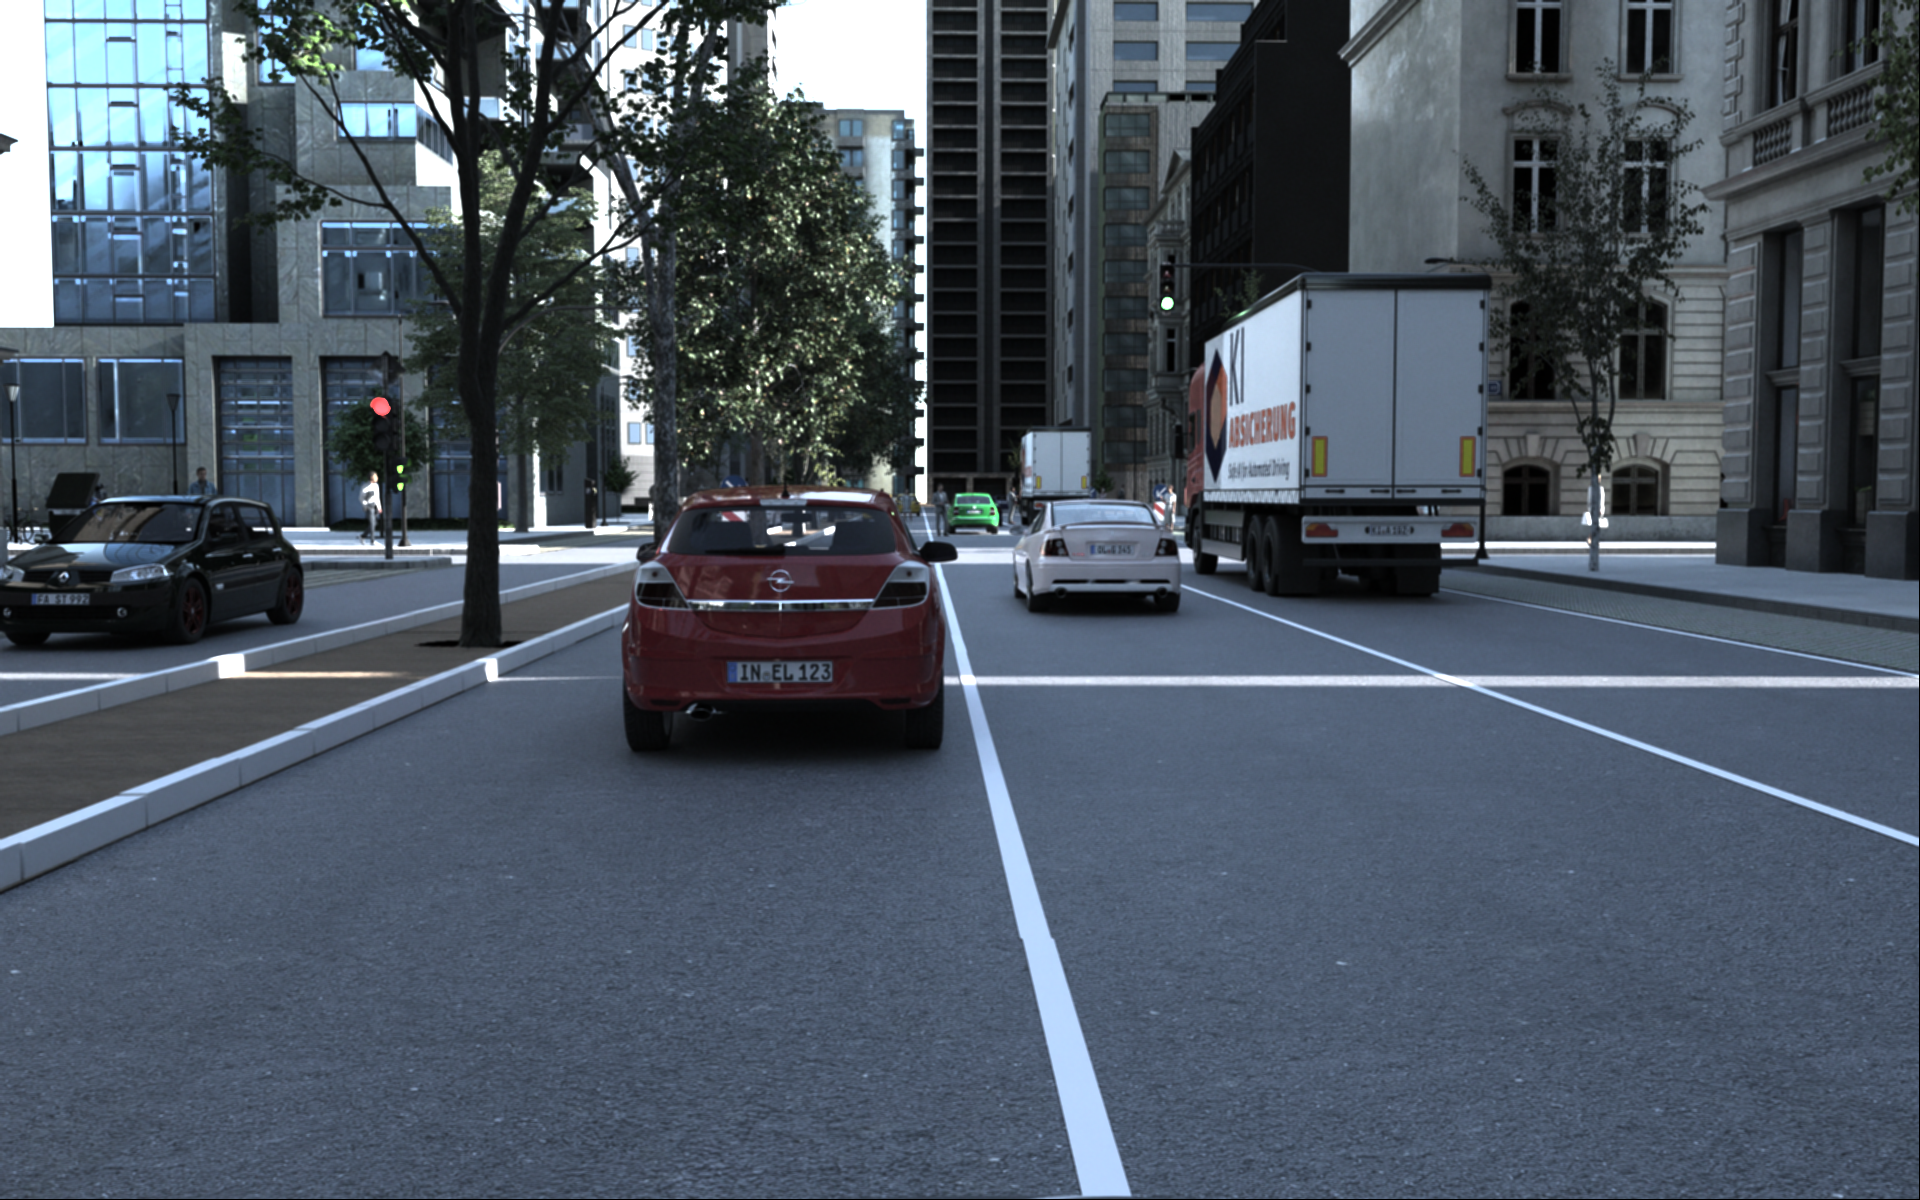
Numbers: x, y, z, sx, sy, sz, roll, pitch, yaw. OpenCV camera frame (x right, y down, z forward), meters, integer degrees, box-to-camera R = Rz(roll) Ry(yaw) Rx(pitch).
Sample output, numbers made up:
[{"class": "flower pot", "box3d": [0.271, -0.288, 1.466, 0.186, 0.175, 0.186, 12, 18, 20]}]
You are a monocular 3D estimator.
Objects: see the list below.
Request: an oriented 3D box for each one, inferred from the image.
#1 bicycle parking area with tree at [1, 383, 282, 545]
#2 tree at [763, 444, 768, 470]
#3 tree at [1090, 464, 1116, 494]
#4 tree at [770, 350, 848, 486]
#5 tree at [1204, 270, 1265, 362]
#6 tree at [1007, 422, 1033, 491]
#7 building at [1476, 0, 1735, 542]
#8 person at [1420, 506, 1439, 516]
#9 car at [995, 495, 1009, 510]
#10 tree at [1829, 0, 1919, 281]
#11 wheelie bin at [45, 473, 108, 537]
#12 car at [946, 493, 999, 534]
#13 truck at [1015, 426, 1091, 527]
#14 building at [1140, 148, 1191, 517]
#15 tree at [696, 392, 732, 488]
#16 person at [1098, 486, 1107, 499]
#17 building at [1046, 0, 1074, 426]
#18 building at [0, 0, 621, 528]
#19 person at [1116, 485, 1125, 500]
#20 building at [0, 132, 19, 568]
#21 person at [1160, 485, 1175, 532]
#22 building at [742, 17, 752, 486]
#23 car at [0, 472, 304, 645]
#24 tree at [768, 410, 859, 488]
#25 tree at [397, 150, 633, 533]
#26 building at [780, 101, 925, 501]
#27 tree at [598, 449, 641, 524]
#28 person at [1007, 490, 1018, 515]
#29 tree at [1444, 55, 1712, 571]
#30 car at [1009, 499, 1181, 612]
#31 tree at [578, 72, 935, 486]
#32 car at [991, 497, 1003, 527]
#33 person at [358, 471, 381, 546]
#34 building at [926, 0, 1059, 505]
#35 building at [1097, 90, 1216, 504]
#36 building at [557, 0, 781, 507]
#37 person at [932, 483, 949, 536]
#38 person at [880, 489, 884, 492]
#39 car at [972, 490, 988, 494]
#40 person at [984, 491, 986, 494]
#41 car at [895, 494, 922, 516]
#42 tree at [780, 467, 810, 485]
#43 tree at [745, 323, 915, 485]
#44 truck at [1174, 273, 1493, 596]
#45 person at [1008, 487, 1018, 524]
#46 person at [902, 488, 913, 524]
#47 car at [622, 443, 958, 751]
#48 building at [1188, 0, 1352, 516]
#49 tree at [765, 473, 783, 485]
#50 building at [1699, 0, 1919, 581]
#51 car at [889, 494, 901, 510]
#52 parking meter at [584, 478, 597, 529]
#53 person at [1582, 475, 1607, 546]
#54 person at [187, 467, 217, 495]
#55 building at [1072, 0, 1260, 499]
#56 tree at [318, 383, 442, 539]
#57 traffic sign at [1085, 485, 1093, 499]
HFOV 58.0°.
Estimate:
[{"class": "bicycle parking area with tree", "box3d": [-23.655, -3.693, 47.377, 9.016, 4.147, 8.231, 3, 4, 36]}, {"class": "tree", "box3d": [-17.466, -13.183, 165.912, 4.360, 8.622, 3.978, 0, 3, 0]}, {"class": "tree", "box3d": [8.730, -6.912, 107.609, 1.663, 3.219, 1.824, 0, 3, 0]}, {"class": "tree", "box3d": [-5.805, -6.801, 64.015, 4.737, 8.622, 4.395, 0, 3, 0]}, {"class": "tree", "box3d": [9.981, -6.489, 56.453, 4.737, 8.622, 4.395, 0, 3, 0]}, {"class": "tree", "box3d": [6.960, -13.787, 175.778, 4.737, 8.622, 4.395, 0, 3, 0]}, {"class": "building", "box3d": [29.984, -14.209, 51.407, 34.723, 24.649, 14.460, 0, 4, -1]}, {"class": "person", "box3d": [12.430, -2.320, 45.783, 0.330, 1.601, 0.589, -3, 4, -36]}, {"class": "car", "box3d": [3.364, -7.698, 138.440, 1.945, 1.354, 3.894, 0, 4, -2]}, {"class": "tree", "box3d": [11.068, -4.136, 17.978, 4.737, 8.622, 4.395, 0, 3, 0]}, {"class": "wheelie bin", "box3d": [-12.965, -1.074, 25.469, 0.980, 1.594, 0.693, 0, 4, 5]}, {"class": "car", "box3d": [0.421, -3.336, 63.341, 1.959, 1.807, 4.718, 0, 4, -2]}, {"class": "truck", "box3d": [4.088, -5.404, 77.272, 2.839, 4.237, 11.283, 0, 4, -1]}, {"class": "building", "box3d": [18.197, -17.215, 100.543, 14.460, 24.649, 34.723, 0, 4, -1]}, {"class": "tree", "box3d": [-15.095, -9.273, 101.981, 4.360, 8.622, 3.978, 0, 3, 0]}, {"class": "person", "box3d": [6.026, -3.886, 72.623, 0.643, 1.750, 0.593, -1, 4, -14]}, {"class": "building", "box3d": [24.013, -35.918, 176.501, 28.713, 52.752, 27.495, 0, 4, -1]}, {"class": "building", "box3d": [-27.718, -46.839, 78.484, 22.319, 86.520, 31.000, 0, 4, -1]}, {"class": "person", "box3d": [9.779, -6.039, 104.744, 0.822, 1.834, 0.622, 1, 4, 14]}, {"class": "building", "box3d": [-33.383, -12.526, 23.885, 34.723, 24.649, 14.460, 0, 4, -1]}, {"class": "person", "box3d": [7.507, -3.270, 62.540, 0.480, 1.755, 0.524, 2, 4, 27]}, {"class": "building", "box3d": [-25.885, -30.664, 151.467, 14.600, 45.320, 14.200, 0, 4, -1]}, {"class": "car", "box3d": [-8.178, -0.486, 17.726, 2.009, 1.686, 4.222, 0, 4, -1]}, {"class": "tree", "box3d": [-6.413, -7.686, 78.488, 4.360, 8.622, 3.978, 0, 3, 0]}, {"class": "tree", "box3d": [-14.821, -8.550, 57.921, 7.486, 12.596, 7.792, 0, 3, 0]}, {"class": "building", "box3d": [-19.575, -36.356, 214.021, 30.456, 49.044, 23.786, 0, 4, -1]}, {"class": "tree", "box3d": [-14.909, -4.908, 74.851, 1.663, 3.219, 1.824, 0, 3, 0]}, {"class": "person", "box3d": [3.557, -6.614, 117.316, 0.731, 1.740, 0.598, 0, 4, -5]}, {"class": "tree", "box3d": [10.327, -4.785, 28.595, 4.360, 8.622, 3.978, 0, 3, 0]}, {"class": "car", "box3d": [1.708, -0.618, 22.466, 2.083, 1.381, 4.827, 0, 4, -2]}, {"class": "tree", "box3d": [-5.473, -7.777, 46.624, 9.611, 12.733, 9.660, 0, 3, 0]}, {"class": "car", "box3d": [0.972, -3.989, 77.803, 1.945, 1.354, 3.894, 0, 4, -2]}, {"class": "person", "box3d": [-14.618, -2.257, 42.791, 0.795, 1.843, 0.661, 1, 4, 18]}, {"class": "building", "box3d": [6.121, -47.306, 211.704, 20.611, 71.187, 20.563, 0, 4, -1]}, {"class": "building", "box3d": [16.966, -21.797, 128.080, 14.160, 30.474, 14.107, 0, 4, -1]}, {"class": "building", "box3d": [-33.089, -38.956, 178.931, 28.212, 58.520, 21.231, 0, 4, -1]}, {"class": "person", "box3d": [-0.624, -3.079, 59.035, 0.606, 1.804, 0.583, -2, 4, -31]}, {"class": "person", "box3d": [-6.291, -8.100, 140.558, 0.705, 1.869, 1.348, 0, 4, 8]}, {"class": "car", "box3d": [2.052, -10.820, 185.582, 2.281, 1.827, 5.304, 0, 4, -3]}, {"class": "person", "box3d": [2.657, -10.521, 181.338, 1.217, 1.723, 0.721, -1, 4, -17]}, {"class": "car", "box3d": [-3.455, -6.277, 112.856, 2.015, 1.641, 3.980, 0, 4, -2]}, {"class": "tree", "box3d": [-17.009, -11.975, 179.510, 4.285, 4.588, 4.351, 0, 3, 0]}, {"class": "tree", "box3d": [-5.932, -8.187, 70.734, 8.767, 10.594, 7.601, 0, 4, -1]}, {"class": "truck", "box3d": [5.438, -2.365, 27.581, 2.839, 4.237, 11.283, 0, 4, -1]}, {"class": "person", "box3d": [2.554, -4.595, 83.815, 0.466, 1.800, 0.511, 1, 4, 10]}, {"class": "person", "box3d": [-2.521, -4.434, 81.993, 0.512, 1.701, 0.522, -1, 4, -23]}, {"class": "car", "box3d": [-1.063, -0.131, 11.188, 2.155, 1.783, 4.494, 0, 4, -3]}, {"class": "building", "box3d": [17.263, -14.977, 74.557, 12.332, 23.373, 15.834, 0, 4, -1]}, {"class": "tree", "box3d": [-16.772, -9.950, 157.278, 1.663, 3.219, 1.824, 0, 3, 0]}, {"class": "building", "box3d": [18.848, -11.807, 21.923, 11.050, 23.489, 19.941, 0, 4, -1]}, {"class": "car", "box3d": [-3.924, -4.624, 85.831, 2.015, 1.641, 3.980, 0, 4, 0]}, {"class": "parking meter", "box3d": [-13.618, -3.557, 63.875, 0.399, 1.863, 0.255, 1, 4, 21]}, {"class": "person", "box3d": [15.466, -2.194, 42.266, 0.624, 1.780, 0.694, -1, 4, -11]}, {"class": "person", "box3d": [-14.151, -1.588, 32.354, 0.601, 1.785, 0.444, -2, 4, -27]}, {"class": "building", "box3d": [20.229, -37.090, 148.427, 21.231, 58.520, 28.212, 0, 4, -1]}, {"class": "tree", "box3d": [-16.980, -4.085, 50.498, 4.285, 4.588, 4.351, 0, 3, 0]}, {"class": "traffic sign", "box3d": [8.382, -7.049, 115.253, 0.884, 2.594, 0.081, 0, 4, 8]}]
